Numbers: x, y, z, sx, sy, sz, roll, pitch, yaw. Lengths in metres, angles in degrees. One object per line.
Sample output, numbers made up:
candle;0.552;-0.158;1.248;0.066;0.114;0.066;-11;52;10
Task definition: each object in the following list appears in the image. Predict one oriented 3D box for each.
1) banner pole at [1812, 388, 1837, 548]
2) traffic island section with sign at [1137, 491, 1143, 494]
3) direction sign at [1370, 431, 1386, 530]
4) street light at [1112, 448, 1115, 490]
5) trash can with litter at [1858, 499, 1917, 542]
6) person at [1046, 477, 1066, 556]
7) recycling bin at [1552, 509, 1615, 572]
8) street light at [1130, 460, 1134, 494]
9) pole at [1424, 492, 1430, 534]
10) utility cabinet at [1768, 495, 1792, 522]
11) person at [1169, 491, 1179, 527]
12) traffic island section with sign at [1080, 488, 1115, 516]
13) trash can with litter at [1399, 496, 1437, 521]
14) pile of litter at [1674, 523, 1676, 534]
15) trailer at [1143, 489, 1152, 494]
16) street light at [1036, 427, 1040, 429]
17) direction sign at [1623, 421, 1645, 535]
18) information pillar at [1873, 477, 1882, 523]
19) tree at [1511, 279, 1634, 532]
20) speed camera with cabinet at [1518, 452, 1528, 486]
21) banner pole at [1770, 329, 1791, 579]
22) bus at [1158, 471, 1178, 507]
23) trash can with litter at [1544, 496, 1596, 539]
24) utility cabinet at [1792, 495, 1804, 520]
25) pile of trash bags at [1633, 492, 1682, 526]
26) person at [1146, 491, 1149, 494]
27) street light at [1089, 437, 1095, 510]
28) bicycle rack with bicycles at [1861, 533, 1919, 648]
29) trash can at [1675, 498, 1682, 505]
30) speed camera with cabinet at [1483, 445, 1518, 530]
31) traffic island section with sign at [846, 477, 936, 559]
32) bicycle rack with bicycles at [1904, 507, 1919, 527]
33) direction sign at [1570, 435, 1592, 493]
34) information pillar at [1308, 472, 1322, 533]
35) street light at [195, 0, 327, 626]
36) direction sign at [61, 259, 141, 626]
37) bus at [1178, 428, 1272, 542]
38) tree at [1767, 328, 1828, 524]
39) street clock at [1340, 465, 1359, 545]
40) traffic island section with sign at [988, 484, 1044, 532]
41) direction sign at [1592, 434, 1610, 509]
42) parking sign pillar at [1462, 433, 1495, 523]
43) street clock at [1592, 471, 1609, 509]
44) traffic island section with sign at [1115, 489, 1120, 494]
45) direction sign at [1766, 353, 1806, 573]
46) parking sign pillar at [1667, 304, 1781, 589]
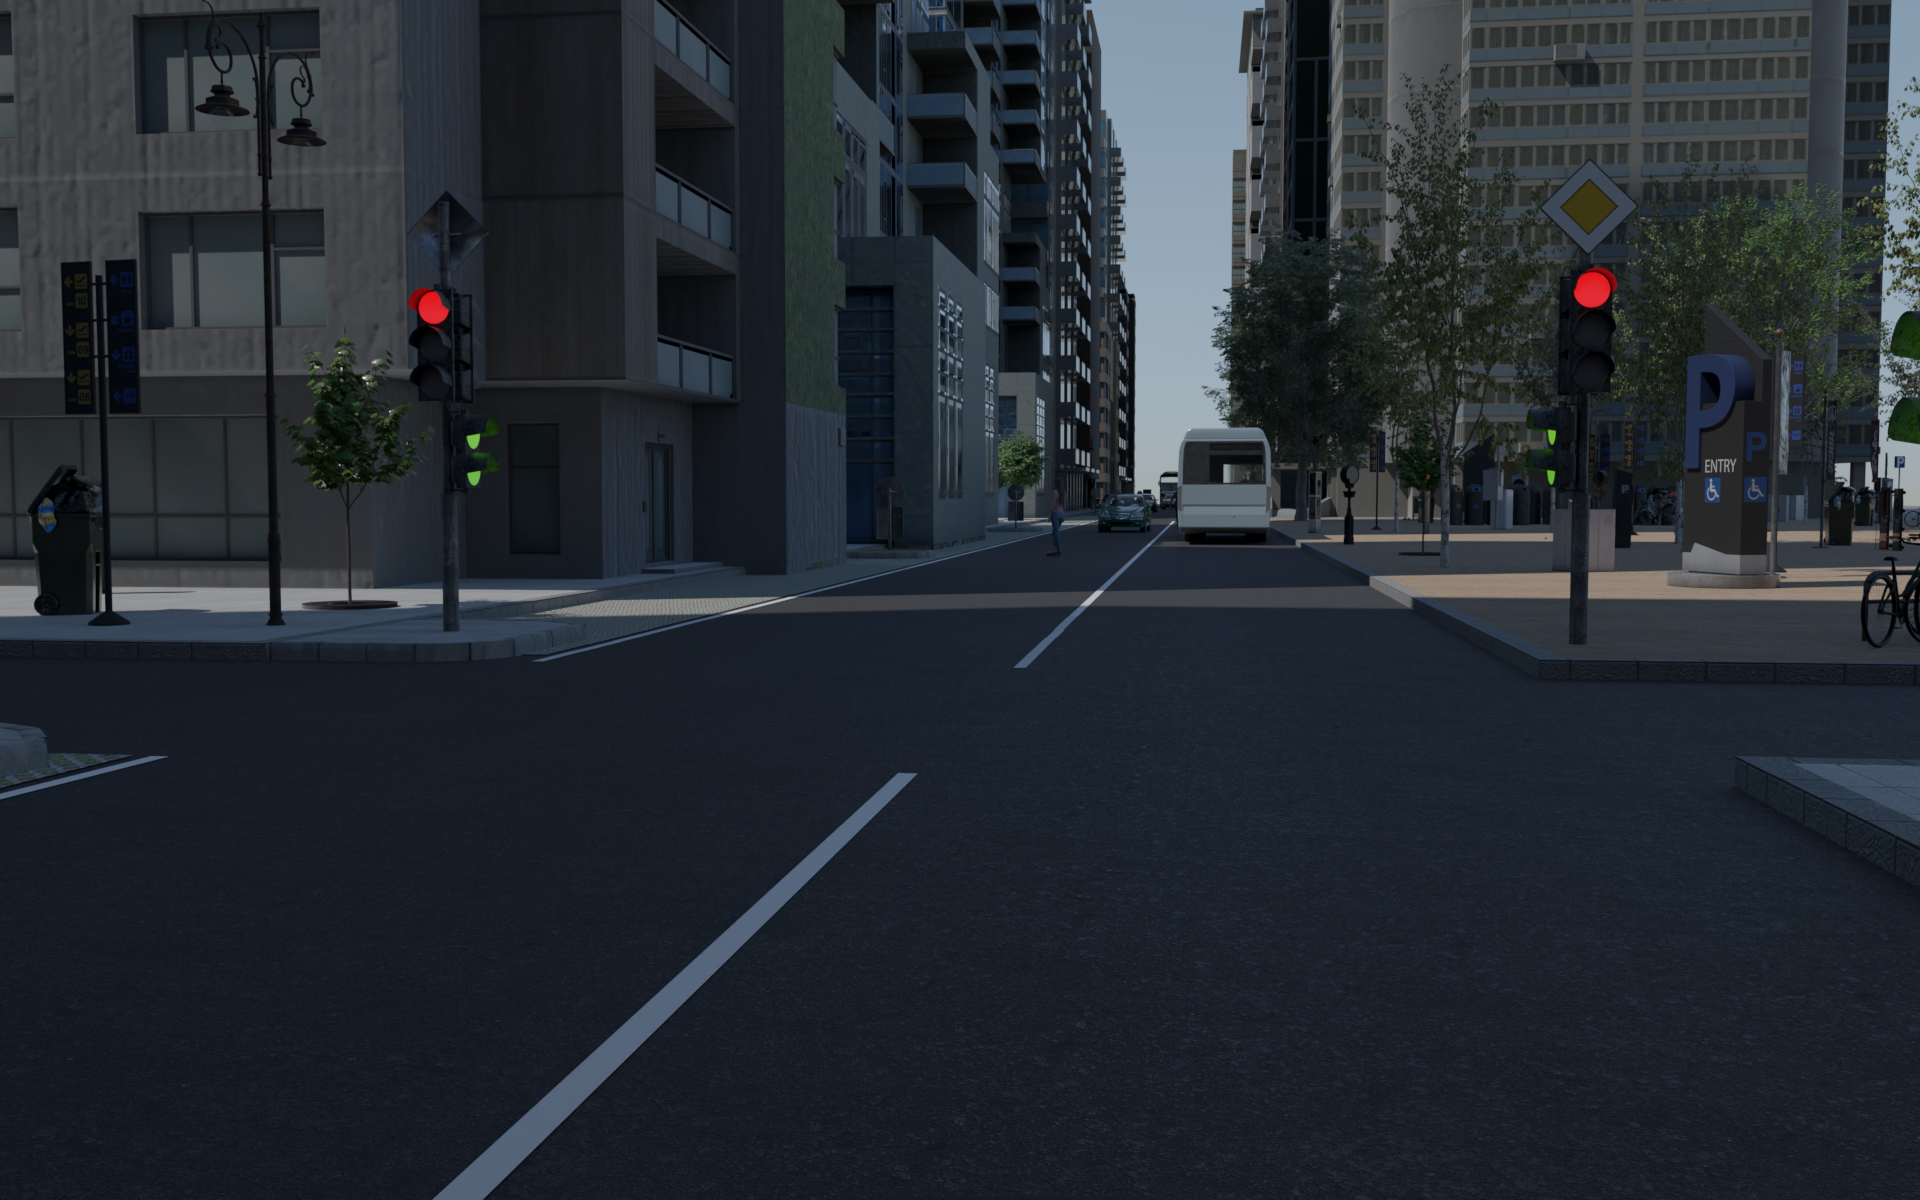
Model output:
banner pole;20.437;-3.105;40.788;0.401;3.779;0.863;0;4;3
traffic island section with sign;24.144;-13.087;222.600;1.989;1.847;2.006;0;4;8
direction sign;14.960;-4.287;62.093;0.876;3.537;0.379;-3;5;-40
street light;15.516;-12.381;175.219;0.468;5.910;1.993;0;4;8
trash can with litter;25.488;-2.213;47.234;1.678;1.210;2.233;2;4;25
person;2.255;-1.932;40.094;0.388;1.821;0.555;2;4;34
recycling bin;10.345;-0.990;28.734;0.722;1.027;0.722;-1;4;-19
street light;21.993;-15.228;221.771;0.468;5.910;1.993;0;4;8
pole;14.878;-3.752;55.190;0.158;3.312;0.155;0;3;0
utility cabinet;37.434;-4.172;79.380;0.306;1.237;1.020;-3;4;-36
person;9.647;-4.159;76.280;0.659;1.850;0.755;2;4;28
traffic island section with sign;9.023;-6.491;114.758;1.989;1.847;2.006;0;4;8
trash can with litter;22.175;-4.498;84.592;1.678;1.210;2.233;-1;4;-17
pile of litter;22.986;-2.466;54.278;1.719;0.858;1.176;-3;5;-42
trailer;21.961;-12.007;203.368;1.471;1.999;3.904;0;4;7
street light;3.980;-7.357;93.082;0.468;5.910;1.993;0;4;8
direction sign;20.942;-3.784;53.862;0.876;3.537;0.379;-2;4;-27
information pillar;40.095;-4.356;75.706;0.304;2.012;0.304;2;4;32
tree;20.311;-6.623;58.645;4.360;8.622;3.978;0;3;0
speed camera with cabinet;25.811;-5.364;82.036;2.038;3.252;0.660;2;4;29
banner pole;12.563;-2.233;26.525;0.401;3.779;0.863;3;5;41
bus;22.955;-12.029;188.224;2.896;3.916;12.252;0;4;6
trash can with litter;17.463;-2.330;49.151;1.678;1.210;2.233;1;4;14
utility cabinet;41.050;-4.507;84.857;1.020;1.237;0.306;-3;4;-38
pile of trash bags;29.153;-3.790;71.714;1.912;1.369;3.447;3;4;38
person;19.876;-10.714;184.504;0.721;1.723;1.217;-3;5;-39
street light;10.586;-10.204;139.616;0.468;5.910;1.993;0;4;8
bicycle rack with bicycles;8.818;-0.075;14.616;2.925;0.926;2.852;-1;4;-17
trash can;26.625;-3.178;63.613;0.748;1.137;0.748;0;3;0
speed camera with cabinet;19.549;-4.195;62.922;0.660;3.252;2.038;2;4;32
traffic island section with sign;-1.602;-1.853;38.917;1.989;1.847;2.006;0;4;8
bicycle rack with bicycles;38.701;-3.317;67.610;2.925;0.926;2.852;3;4;38
direction sign;22.005;-4.282;62.000;0.379;3.537;0.876;-2;4;-34
information pillar;11.612;-3.191;56.672;0.304;2.012;0.304;3;5;44
street light;-6.697;-2.690;16.775;0.468;5.910;1.993;0;4;8
direction sign;-8.355;-1.523;16.903;0.876;3.537;0.379;1;4;16
bus;8.449;-3.664;54.770;2.948;3.499;13.247;1;4;9
tree;35.766;-7.504;73.056;4.360;8.622;3.978;0;3;0
street clock;9.876;-2.408;43.945;0.471;2.002;0.358;-2;4;-35
traffic island section with sign;2.141;-3.485;65.612;1.989;1.847;2.006;0;4;8
direction sign;24.247;-4.522;65.939;0.876;3.537;0.379;1;4;22
parking sign pillar;23.020;-5.410;76.925;1.447;3.967;1.447;0;4;5
street clock;19.725;-2.985;53.370;0.358;2.002;0.471;-2;4;-31
traffic island section with sign;12.773;-8.126;141.483;1.989;1.847;2.006;0;4;8
direction sign;13.365;-2.222;28.327;0.379;3.537;0.876;-2;4;-31
parking sign pillar;10.609;-2.171;23.967;1.447;3.967;1.447;-1;4;-11
